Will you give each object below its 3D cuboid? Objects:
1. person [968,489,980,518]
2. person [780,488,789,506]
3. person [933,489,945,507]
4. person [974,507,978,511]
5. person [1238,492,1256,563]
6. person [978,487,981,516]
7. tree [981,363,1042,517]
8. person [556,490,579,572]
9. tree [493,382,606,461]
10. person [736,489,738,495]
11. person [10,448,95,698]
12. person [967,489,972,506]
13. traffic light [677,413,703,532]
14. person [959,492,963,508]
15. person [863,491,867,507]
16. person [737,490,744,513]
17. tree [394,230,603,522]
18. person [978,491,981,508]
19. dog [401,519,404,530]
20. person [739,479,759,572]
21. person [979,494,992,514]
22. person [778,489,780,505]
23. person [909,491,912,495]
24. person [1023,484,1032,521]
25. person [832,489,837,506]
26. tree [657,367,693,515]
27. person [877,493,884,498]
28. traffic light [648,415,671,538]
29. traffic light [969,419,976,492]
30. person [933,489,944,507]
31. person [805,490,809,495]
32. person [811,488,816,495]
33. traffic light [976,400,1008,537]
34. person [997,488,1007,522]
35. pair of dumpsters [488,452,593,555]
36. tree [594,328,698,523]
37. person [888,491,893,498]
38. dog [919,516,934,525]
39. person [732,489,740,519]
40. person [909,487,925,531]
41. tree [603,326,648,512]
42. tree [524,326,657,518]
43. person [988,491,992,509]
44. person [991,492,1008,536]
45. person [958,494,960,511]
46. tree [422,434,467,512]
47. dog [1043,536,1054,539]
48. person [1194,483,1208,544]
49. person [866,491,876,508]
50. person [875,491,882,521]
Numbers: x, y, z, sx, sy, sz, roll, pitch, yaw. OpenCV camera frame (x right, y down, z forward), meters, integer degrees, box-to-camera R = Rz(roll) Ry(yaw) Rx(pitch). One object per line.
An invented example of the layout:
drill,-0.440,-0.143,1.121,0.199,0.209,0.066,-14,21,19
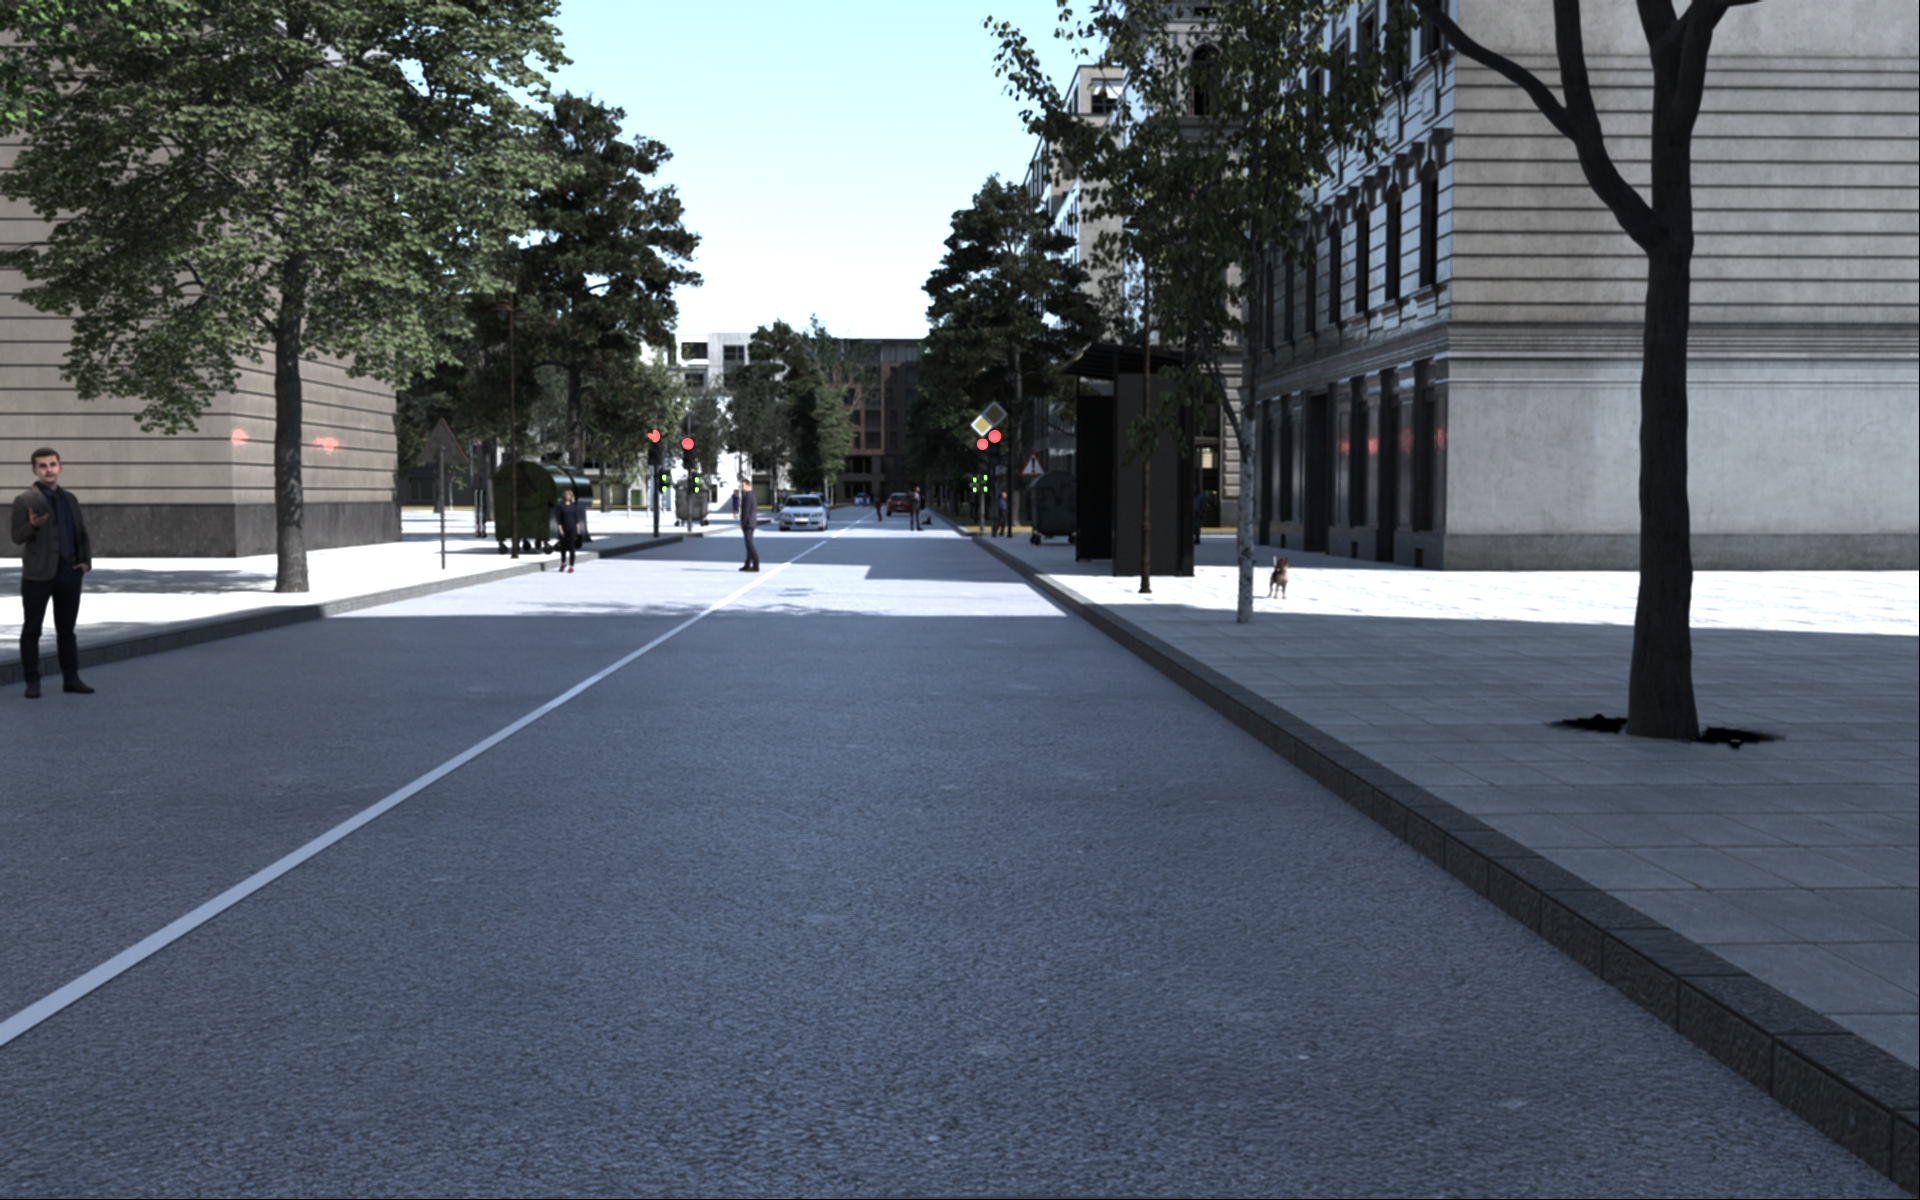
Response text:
person,0.870,-5.173,91.157,0.617,1.759,0.750,3,5,41
person,-13.152,-7.557,130.531,0.756,1.711,0.436,2,4,34
person,-1.982,-10.173,172.392,1.348,1.821,0.705,1,4,15
person,1.099,-7.426,129.833,0.546,1.535,0.453,0,4,-8
person,5.315,-1.466,32.068,0.319,1.574,0.516,2,4,32
person,1.307,-5.860,102.781,0.530,1.710,0.541,0,4,0
tree,2.213,-8.911,96.062,4.360,8.622,3.978,0,3,0
person,-7.253,-1.275,31.887,0.480,1.512,0.613,-3,5,-43
tree,-25.309,-10.595,107.634,8.767,10.594,7.601,1,4,19
person,-17.089,-7.721,133.737,0.566,1.644,0.517,-1,4,-19
person,-6.358,-0.196,12.238,0.750,1.759,0.617,3,5,42
person,1.213,-11.395,192.315,1.348,1.831,0.705,3,5,43
traffic light,-9.214,-4.270,59.053,0.839,4.213,0.868,0,4,-2
person,0.045,-9.354,159.011,0.705,1.821,1.348,0,4,-4
person,-10.740,-11.359,194.757,0.617,1.759,0.750,-1,4,-23
person,-15.052,-6.778,119.075,0.614,1.554,0.590,-3,4,-36
tree,-22.001,-10.576,80.342,7.806,13.903,7.818,0,3,0
person,1.826,-9.169,155.965,1.348,1.823,0.705,-1,4,-21
dog,-19.805,-2.627,60.683,0.748,0.427,0.550,-1,4,-19
person,-3.921,-1.386,32.087,0.530,1.710,0.541,1,4,15
person,1.606,-6.306,109.700,0.990,1.755,0.434,-2,4,-24
person,-19.673,-11.112,187.732,0.705,1.823,1.348,0,4,-5
person,-4.514,-9.061,157.378,1.217,1.736,0.721,1,4,9
person,3.279,-4.710,83.600,0.434,1.755,0.990,0,4,-3
person,-13.816,-11.296,190.700,0.705,1.831,1.348,1,4,13
tree,-16.740,-8.717,92.886,4.360,8.622,3.978,0,3,0
person,-5.533,-6.719,119.811,0.517,1.644,0.566,-1,4,-13
traffic light,-8.960,-3.781,51.072,0.839,4.213,0.868,0,4,-2
traffic light,0.741,-4.290,59.385,0.839,4.213,0.868,0,4,-2
person,-2.080,-10.244,173.620,1.348,1.812,0.705,0,4,-2
person,-7.588,-4.577,85.036,0.593,1.614,0.444,3,5,44
person,-7.665,-4.953,90.285,0.445,1.727,0.742,0,4,-4
traffic light,0.996,-3.802,51.404,0.839,4.213,0.868,0,4,-2
person,1.889,-4.313,78.767,0.471,1.553,0.569,0,4,-7
pair of dumpsters,-9.307,-2.204,38.530,1.574,2.255,4.436,0,4,-2
tree,-13.402,-7.711,76.444,4.737,8.622,4.395,0,3,0
person,-8.103,-11.986,204.401,0.705,1.831,1.348,-2,4,-34
dog,-1.617,-3.719,80.997,0.748,0.427,0.550,0,4,5
person,-11.639,-5.020,90.498,0.546,1.535,0.453,1,4,17
person,-1.659,-3.555,67.452,0.655,1.722,0.431,-3,5,-43
tree,-25.032,-13.078,121.245,7.806,13.903,7.818,0,3,0
tree,-14.369,-6.973,64.373,4.360,8.622,3.978,0,3,0
person,2.529,-8.575,147.190,0.436,1.711,0.756,2,4,29
person,1.415,-2.815,57.214,0.600,1.496,0.574,3,5,40
person,-0.190,-7.746,134.754,0.319,1.574,0.516,-2,4,-32
tree,-36.974,-10.691,125.157,4.737,8.622,4.395,0,3,0
dog,2.677,-2.168,49.830,0.513,0.831,0.800,3,4,38
person,6.051,-2.196,44.154,0.429,1.552,0.499,-1,4,-20
person,-8.874,-10.154,175.041,1.217,1.766,0.721,0,4,1
person,-4.310,-4.963,91.348,0.444,1.614,0.593,3,5,39
